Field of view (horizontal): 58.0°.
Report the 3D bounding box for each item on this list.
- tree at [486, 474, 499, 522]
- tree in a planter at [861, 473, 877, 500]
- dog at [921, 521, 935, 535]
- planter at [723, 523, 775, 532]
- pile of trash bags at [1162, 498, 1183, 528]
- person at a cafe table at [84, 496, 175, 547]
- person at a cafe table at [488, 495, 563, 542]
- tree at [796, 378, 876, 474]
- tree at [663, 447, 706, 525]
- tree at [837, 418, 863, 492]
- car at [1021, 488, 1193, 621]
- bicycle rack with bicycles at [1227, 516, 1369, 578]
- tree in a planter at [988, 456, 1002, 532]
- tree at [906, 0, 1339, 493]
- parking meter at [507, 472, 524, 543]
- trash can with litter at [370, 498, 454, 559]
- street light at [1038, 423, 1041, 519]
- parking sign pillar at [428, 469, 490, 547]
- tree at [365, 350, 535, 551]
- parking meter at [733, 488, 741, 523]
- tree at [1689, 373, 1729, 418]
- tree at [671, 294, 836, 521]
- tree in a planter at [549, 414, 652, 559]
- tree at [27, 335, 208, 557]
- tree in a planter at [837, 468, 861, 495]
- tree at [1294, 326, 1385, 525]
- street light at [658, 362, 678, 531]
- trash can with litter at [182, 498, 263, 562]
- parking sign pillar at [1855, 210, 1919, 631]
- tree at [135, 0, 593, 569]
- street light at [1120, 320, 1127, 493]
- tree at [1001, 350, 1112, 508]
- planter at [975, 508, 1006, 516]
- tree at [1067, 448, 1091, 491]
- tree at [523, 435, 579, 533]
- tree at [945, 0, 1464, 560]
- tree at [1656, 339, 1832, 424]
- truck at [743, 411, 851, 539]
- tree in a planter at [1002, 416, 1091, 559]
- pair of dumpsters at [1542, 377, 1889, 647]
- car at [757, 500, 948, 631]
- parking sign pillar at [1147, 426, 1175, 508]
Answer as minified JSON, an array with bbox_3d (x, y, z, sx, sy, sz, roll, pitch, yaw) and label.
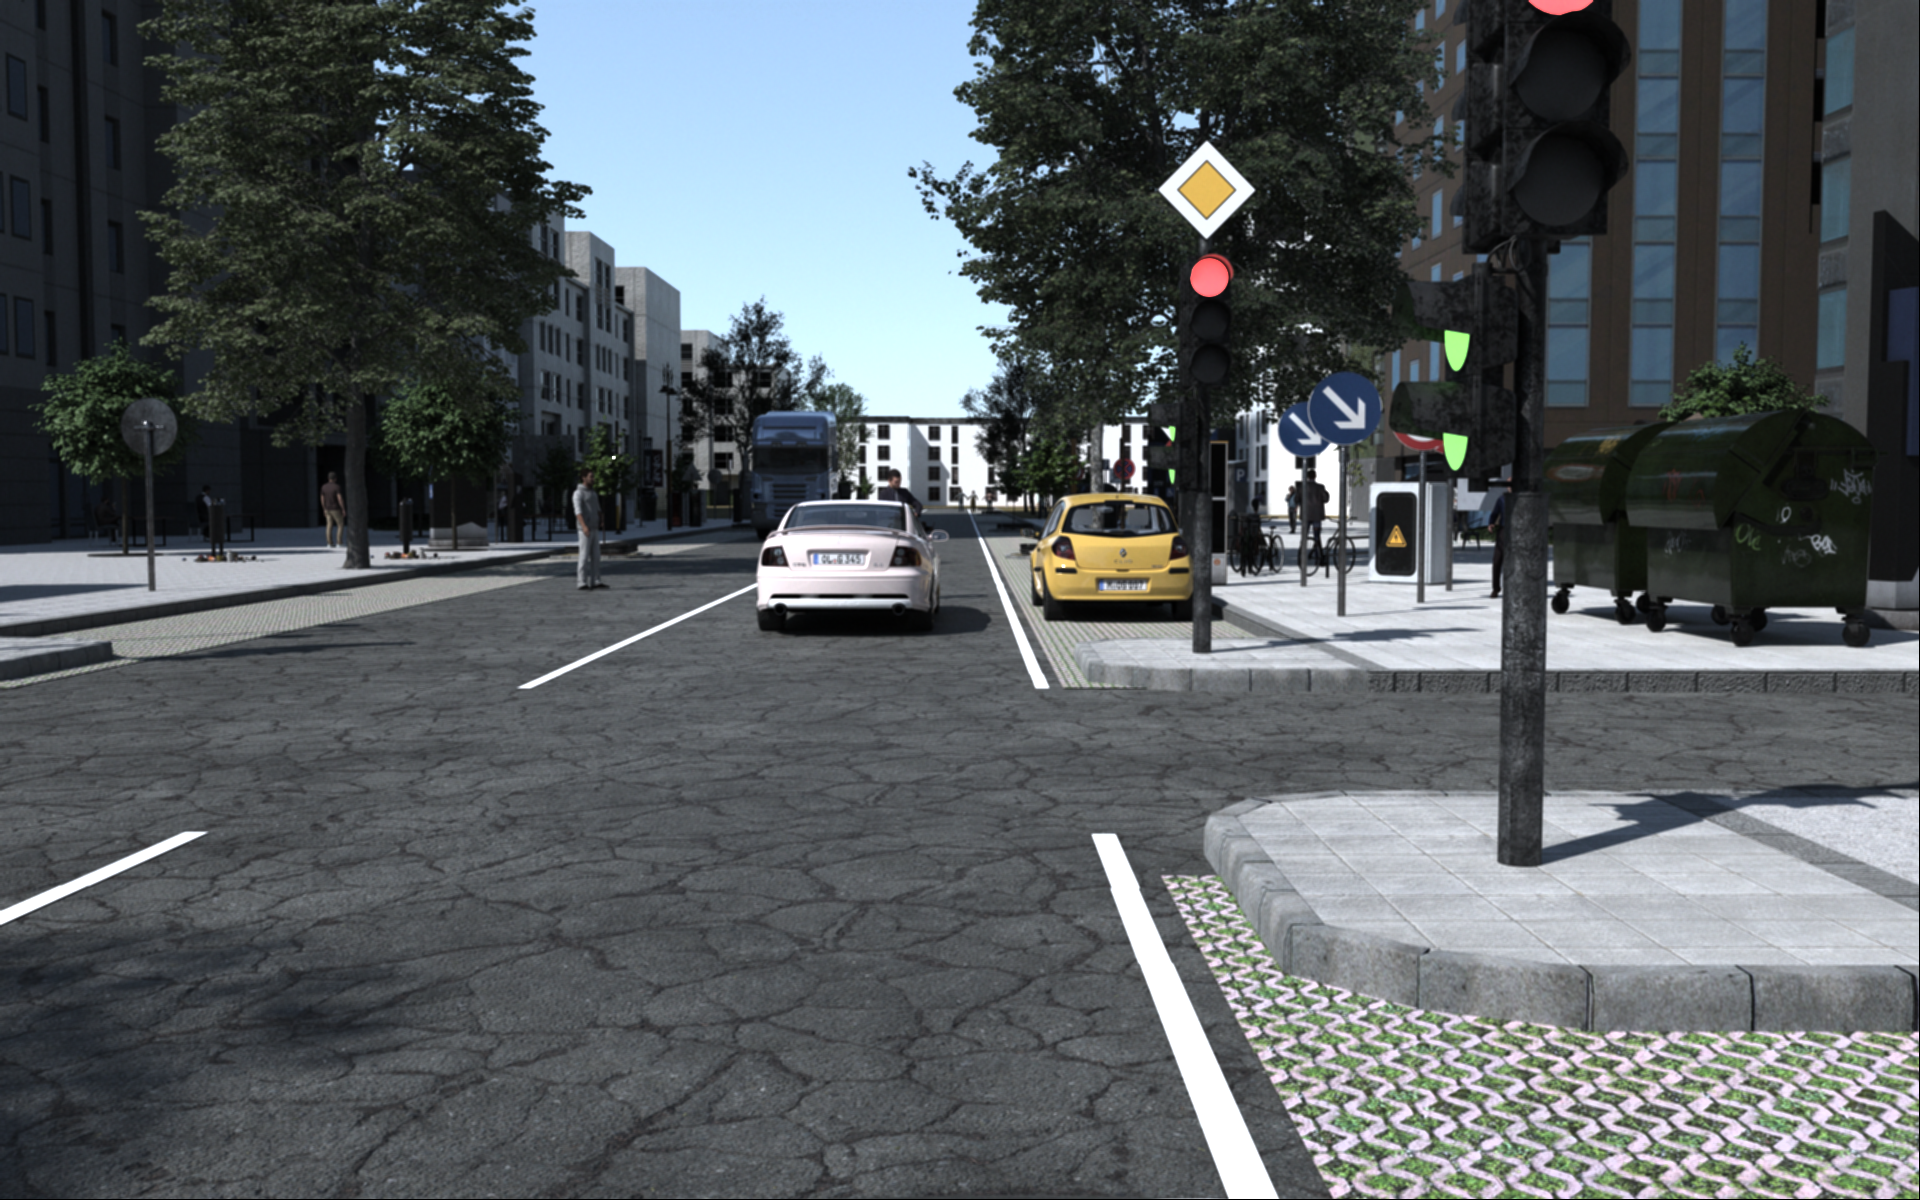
[{"bbox_3d":[-22.004,-5.231,80.121,1.663,3.219,1.824,0,3,0],"label":"tree"},{"bbox_3d":[-7.832,-8.949,143.540,1.991,3.239,1.994,0,3,0],"label":"tree in a planter"},{"bbox_3d":[-1.072,-2.394,58.430,0.540,0.507,0.406,1,4,9],"label":"dog"},{"bbox_3d":[-7.919,-2.751,66.121,1.991,0.319,1.994,0,3,0],"label":"planter"},{"bbox_3d":[7.376,-2.883,56.890,1.912,1.369,3.447,0,4,-1],"label":"pile of trash bags"},{"bbox_3d":[-20.426,-1.926,42.354,1.698,1.238,1.726,3,5,42],"label":"person at a cafe table"},{"bbox_3d":[-11.993,-2.358,47.067,1.622,1.524,1.698,3,4,39],"label":"person at a cafe table"},{"bbox_3d":[-11.159,-13.937,153.632,9.928,11.665,9.643,0,3,0],"label":"tree"},{"bbox_3d":[-11.535,-4.693,71.325,1.663,3.219,1.824,0,3,0],"label":"tree"},{"bbox_3d":[-10.873,-12.997,162.869,4.737,8.622,4.395,0,3,0],"label":"tree"},{"bbox_3d":[1.768,-0.653,20.900,2.015,1.641,3.980,0,4,-1],"label":"car"},{"bbox_3d":[5.207,-0.872,27.645,2.852,0.926,2.925,3,4,36],"label":"bicycle rack with bicycles"},{"bbox_3d":[2.047,-4.178,65.524,1.991,3.239,1.994,0,3,0],"label":"tree in a planter"},{"bbox_3d":[4.763,-11.974,51.666,12.611,20.169,13.585,0,3,0],"label":"tree"},{"bbox_3d":[-11.642,-2.425,45.366,0.255,1.863,0.399,2,4,24],"label":"parking meter"},{"bbox_3d":[-11.022,-1.460,34.936,1.678,1.210,2.233,-1,4,-12],"label":"trash can with litter"},{"bbox_3d":[4.083,-7.081,88.562,0.468,5.910,1.993,0,3,0],"label":"street light"},{"bbox_3d":[-12.247,-3.287,42.211,1.447,3.967,1.447,-2,4,-30],"label":"parking sign pillar"},{"bbox_3d":[-11.404,-3.398,39.279,4.285,4.588,4.351,0,3,0],"label":"tree"},{"bbox_3d":[-10.040,-4.258,78.030,0.372,1.533,0.369,0,3,0],"label":"parking meter"},{"bbox_3d":[11.824,-1.992,27.169,1.663,3.219,1.824,0,3,0],"label":"tree"},{"bbox_3d":[-10.046,-8.946,80.672,7.601,10.594,8.767,2,4,27],"label":"tree"},{"bbox_3d":[-7.952,-2.530,38.584,1.991,3.239,1.994,0,3,0],"label":"tree in a planter"},{"bbox_3d":[-17.471,-3.194,35.934,4.285,4.588,4.351,0,3,0],"label":"tree"},{"bbox_3d":[-7.861,-7.301,116.597,1.991,3.239,1.994,0,3,0],"label":"tree in a planter"},{"bbox_3d":[15.923,-7.394,71.249,4.737,8.622,4.395,0,3,0],"label":"tree"},{"bbox_3d":[-10.233,-5.385,60.838,0.468,5.910,1.993,0,3,0],"label":"street light"},{"bbox_3d":[-14.129,-1.370,33.460,1.678,1.210,2.233,0,4,-8],"label":"trash can with litter"},{"bbox_3d":[9.398,-1.723,16.649,1.447,3.967,1.447,-1,4,-17],"label":"parking sign pillar"},{"bbox_3d":[-10.060,-6.827,29.743,7.486,12.596,7.792,0,3,0],"label":"tree"},{"bbox_3d":[4.053,-4.294,42.989,0.468,5.910,1.993,0,3,0],"label":"street light"},{"bbox_3d":[4.840,-7.778,77.534,4.360,8.622,3.978,0,3,0],"label":"tree"},{"bbox_3d":[2.101,-5.795,115.893,1.991,0.319,1.994,0,3,0],"label":"planter"},{"bbox_3d":[4.769,-4.691,71.293,1.663,3.219,1.824,0,3,0],"label":"tree"},{"bbox_3d":[-13.262,-3.809,56.886,1.663,3.219,1.824,0,3,0],"label":"tree"},{"bbox_3d":[4.216,-7.621,31.254,9.857,13.997,8.962,0,3,0],"label":"tree"},{"bbox_3d":[16.626,-3.262,37.048,4.285,4.588,4.351,0,3,0],"label":"tree"},{"bbox_3d":[-4.978,-4.421,62.049,2.967,4.110,18.799,0,4,2],"label":"truck"},{"bbox_3d":[2.003,-2.530,38.581,1.991,3.239,1.994,0,3,0],"label":"tree in a planter"},{"bbox_3d":[6.968,-0.855,16.473,1.574,2.255,4.437,0,3,0],"label":"pair of dumpsters"},{"bbox_3d":[-1.181,-0.438,19.531,2.083,1.381,4.827,0,4,1],"label":"car"},{"bbox_3d":[7.499,-4.657,64.611,1.447,3.967,1.447,-2,4,-25],"label":"parking sign pillar"}]
